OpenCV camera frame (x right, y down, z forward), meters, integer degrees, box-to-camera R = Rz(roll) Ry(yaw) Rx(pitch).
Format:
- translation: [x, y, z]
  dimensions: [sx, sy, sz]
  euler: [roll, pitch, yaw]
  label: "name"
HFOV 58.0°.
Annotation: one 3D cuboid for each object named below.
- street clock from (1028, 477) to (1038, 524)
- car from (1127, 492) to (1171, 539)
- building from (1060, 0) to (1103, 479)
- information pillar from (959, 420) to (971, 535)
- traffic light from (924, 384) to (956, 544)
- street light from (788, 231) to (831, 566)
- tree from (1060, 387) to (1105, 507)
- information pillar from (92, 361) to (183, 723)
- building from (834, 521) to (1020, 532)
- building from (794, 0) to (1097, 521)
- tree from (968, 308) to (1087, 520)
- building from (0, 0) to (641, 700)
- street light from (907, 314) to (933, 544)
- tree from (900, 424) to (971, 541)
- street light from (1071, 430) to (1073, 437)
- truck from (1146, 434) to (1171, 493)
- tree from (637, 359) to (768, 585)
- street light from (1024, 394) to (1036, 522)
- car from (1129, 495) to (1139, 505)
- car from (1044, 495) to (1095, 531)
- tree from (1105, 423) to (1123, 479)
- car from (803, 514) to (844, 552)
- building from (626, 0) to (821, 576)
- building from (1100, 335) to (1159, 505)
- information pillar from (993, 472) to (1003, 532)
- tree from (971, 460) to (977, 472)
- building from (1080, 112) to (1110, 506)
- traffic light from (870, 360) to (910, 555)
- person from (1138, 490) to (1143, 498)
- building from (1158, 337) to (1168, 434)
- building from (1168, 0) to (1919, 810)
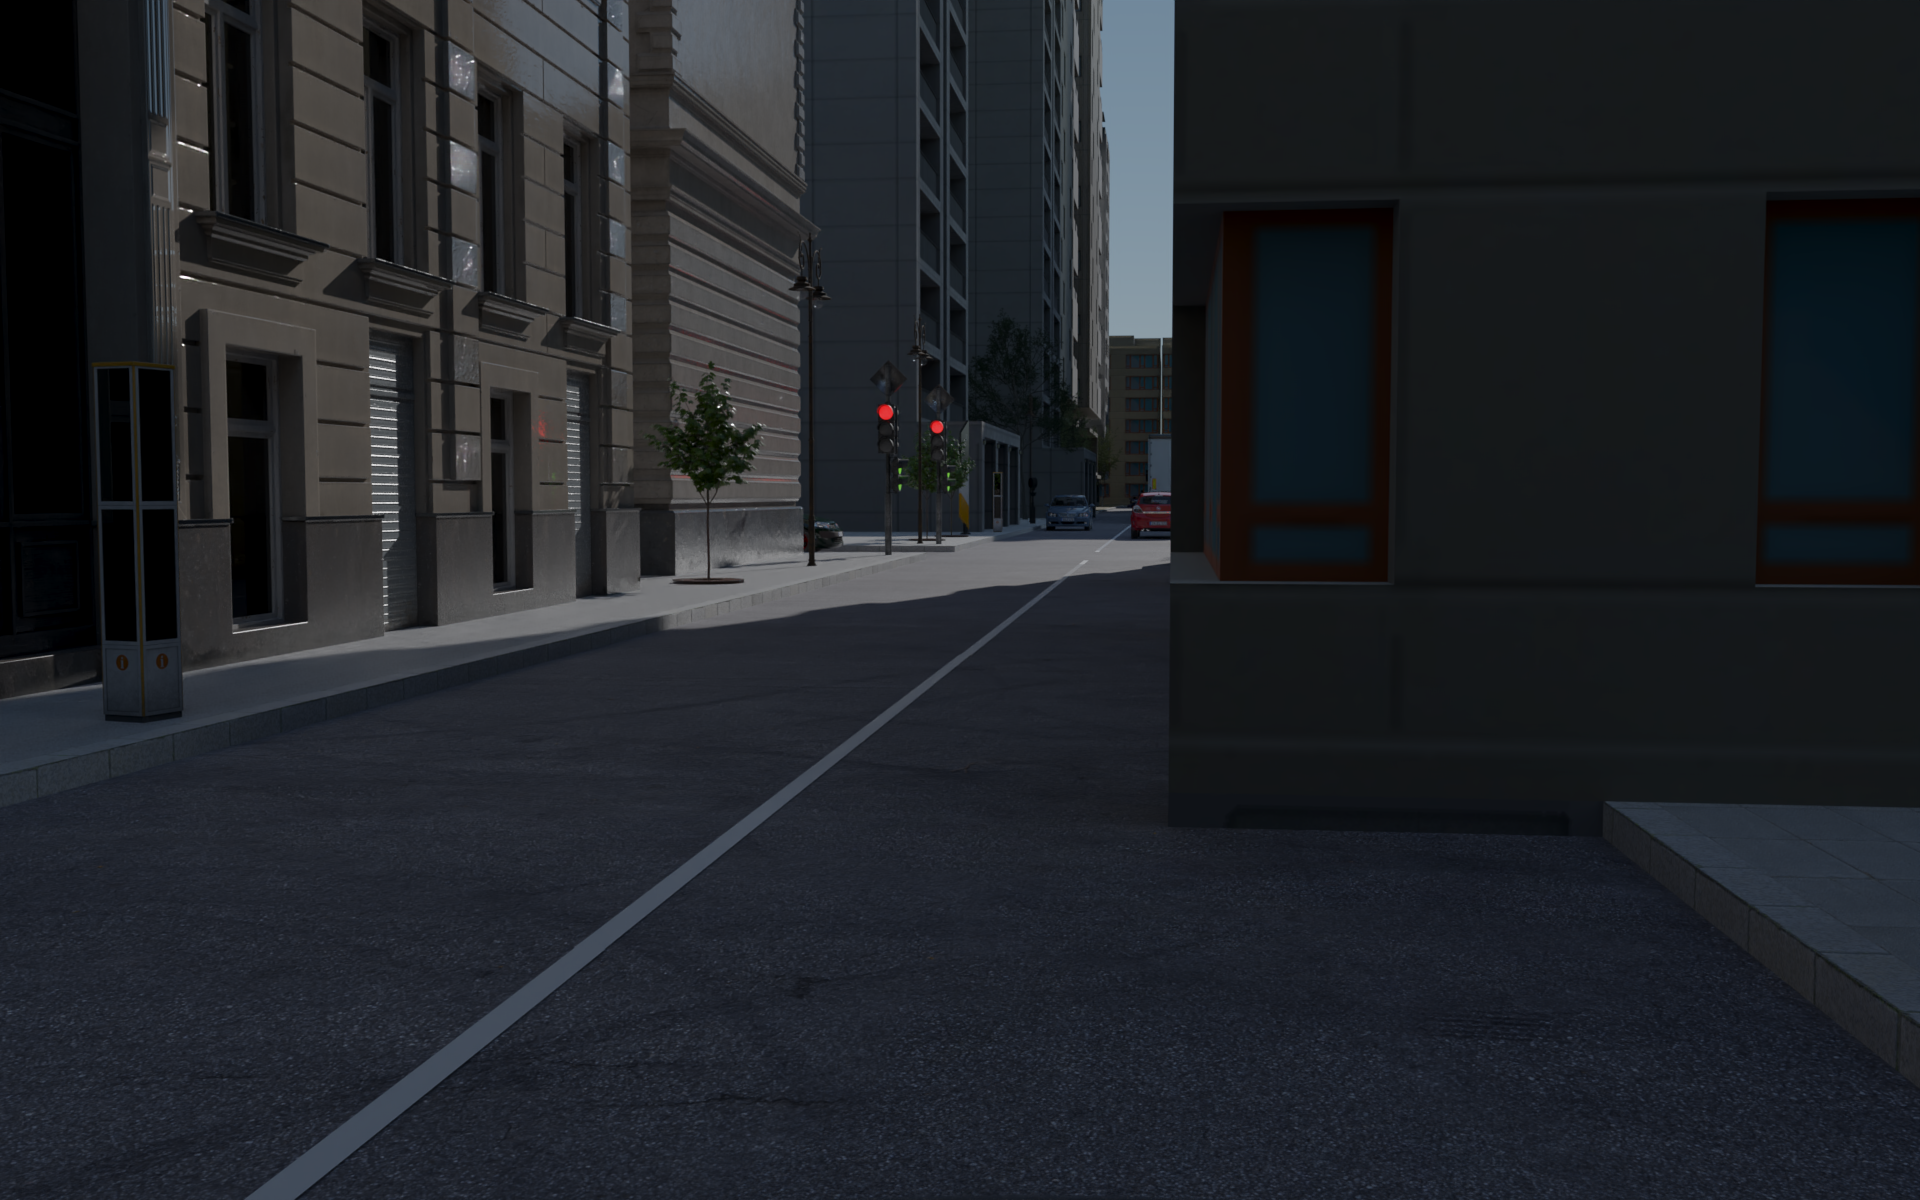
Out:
- translation: [3.154, -4.312, 75.070]
  dimensions: [0.358, 2.002, 0.471]
  euler: [-2, 4, -26]
  label: "street clock"
- translation: [6.548, -2.925, 56.861]
  dimensions: [2.155, 1.783, 4.494]
  euler: [0, 4, 7]
  label: "car"
- translation: [-0.708, -34.955, 160.754]
  dimensions: [28.713, 52.752, 27.495]
  euler: [0, 4, 7]
  label: "building"
- translation: [0.134, -3.876, 54.724]
  dimensions: [0.183, 3.616, 0.504]
  euler: [2, 4, 31]
  label: "information pillar"
- translation: [-0.527, -3.386, 44.289]
  dimensions: [0.839, 4.253, 0.868]
  euler: [0, 4, 7]
  label: "traffic light"
- translation: [-2.645, -3.544, 30.740]
  dimensions: [0.468, 5.910, 1.993]
  euler: [0, 4, 7]
  label: "street light"
- translation: [7.191, -10.151, 116.327]
  dimensions: [4.737, 8.622, 4.395]
  euler: [0, 3, 0]
  label: "tree"
- translation: [-4.653, -0.326, 9.815]
  dimensions: [0.304, 2.012, 0.304]
  euler: [1, 4, 20]
  label: "information pillar"
- translation: [-8.147, -38.495, 67.638]
  dimensions: [20.563, 71.187, 20.611]
  euler: [0, 4, 7]
  label: "building"
- translation: [-2.363, -40.502, 100.465]
  dimensions: [20.563, 71.187, 20.611]
  euler: [0, 4, 7]
  label: "building"
- translation: [2.951, -9.339, 87.112]
  dimensions: [7.601, 10.594, 8.767]
  euler: [1, 4, 11]
  label: "tree"
- translation: [-11.333, -13.073, 11.007]
  dimensions: [12.463, 27.353, 25.104]
  euler: [0, 4, 7]
  label: "building"
- translation: [-1.031, -4.392, 44.596]
  dimensions: [0.468, 5.910, 1.993]
  euler: [0, 4, 7]
  label: "street light"
- translation: [-0.784, -3.246, 47.677]
  dimensions: [1.663, 3.219, 1.824]
  euler: [0, 3, 0]
  label: "tree"
- translation: [7.369, -8.576, 113.009]
  dimensions: [0.468, 5.910, 1.993]
  euler: [0, 4, 7]
  label: "street light"
- translation: [10.675, -5.976, 86.614]
  dimensions: [2.839, 4.237, 11.283]
  euler: [0, 4, 7]
  label: "truck"
- translation: [-3.507, -1.853, 24.894]
  dimensions: [1.663, 3.219, 1.824]
  euler: [0, 3, 0]
  label: "tree"
- translation: [3.224, -6.490, 78.897]
  dimensions: [0.468, 5.910, 1.993]
  euler: [0, 4, 7]
  label: "street light"
- translation: [19.536, -10.864, 190.210]
  dimensions: [1.945, 1.354, 3.894]
  euler: [0, 4, 6]
  label: "car"
- translation: [4.380, -3.494, 69.126]
  dimensions: [2.014, 1.417, 4.499]
  euler: [0, 4, 6]
  label: "car"
- translation: [14.609, -13.868, 177.111]
  dimensions: [4.737, 8.622, 4.395]
  euler: [0, 3, 0]
  label: "tree"
- translation: [-4.898, -1.938, 41.473]
  dimensions: [4.222, 1.686, 2.009]
  euler: [0, 4, 7]
  label: "car"
- translation: [-13.058, -12.442, 32.297]
  dimensions: [19.941, 23.489, 11.050]
  euler: [0, 4, 7]
  label: "building"
- translation: [10.592, -22.764, 217.227]
  dimensions: [28.899, 21.520, 27.650]
  euler: [0, 4, 7]
  label: "building"
- translation: [1.277, -3.295, 58.367]
  dimensions: [0.304, 2.012, 0.304]
  euler: [0, 4, 6]
  label: "information pillar"
- translation: [-0.391, -3.492, 51.689]
  dimensions: [1.663, 3.219, 1.824]
  euler: [0, 3, 0]
  label: "tree"
- translation: [9.142, -30.856, 188.090]
  dimensions: [14.086, 41.232, 14.154]
  euler: [0, 4, 7]
  label: "building"
- translation: [-1.491, -2.902, 36.362]
  dimensions: [0.839, 4.253, 0.868]
  euler: [0, 4, 7]
  label: "traffic light"
- translation: [18.691, -10.366, 177.612]
  dimensions: [0.705, 1.869, 1.348]
  euler: [-3, 5, -45]
  label: "person"
- translation: [39.410, -22.515, 213.160]
  dimensions: [28.899, 21.520, 27.650]
  euler: [0, 4, 7]
  label: "building"
- translation: [16.363, -10.667, 19.443]
  dimensions: [27.650, 21.520, 28.899]
  euler: [0, 4, 7]
  label: "building"
